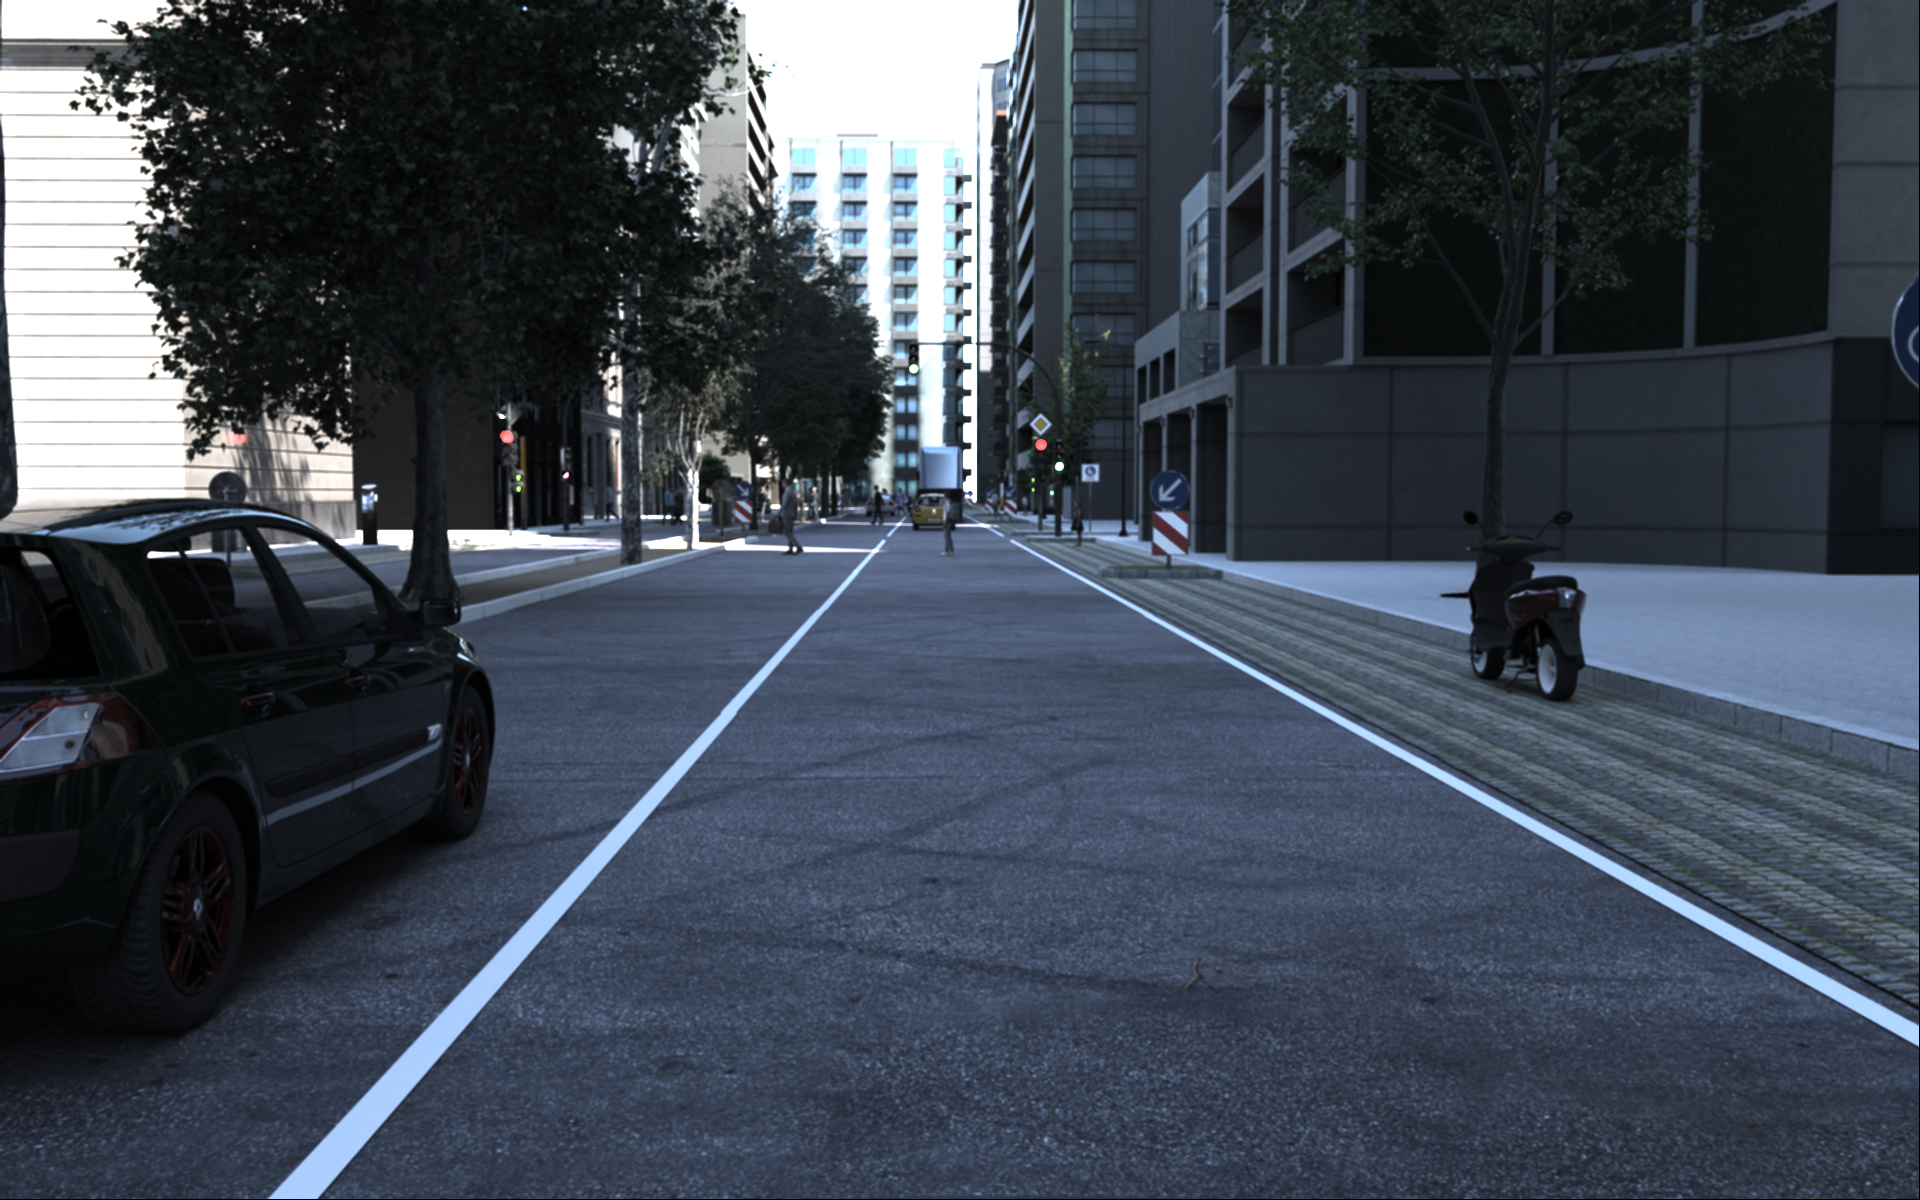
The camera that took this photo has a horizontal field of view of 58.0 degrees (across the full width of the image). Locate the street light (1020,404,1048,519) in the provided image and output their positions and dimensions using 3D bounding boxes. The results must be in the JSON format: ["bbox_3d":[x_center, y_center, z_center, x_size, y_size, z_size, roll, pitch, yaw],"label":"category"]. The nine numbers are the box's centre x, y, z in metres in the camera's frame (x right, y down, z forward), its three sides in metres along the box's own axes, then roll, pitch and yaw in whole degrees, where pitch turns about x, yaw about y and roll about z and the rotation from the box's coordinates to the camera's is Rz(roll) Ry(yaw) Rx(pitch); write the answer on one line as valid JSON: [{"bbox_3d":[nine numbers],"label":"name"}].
[{"bbox_3d":[3.803,-7.138,89.245,1.470,5.913,1.316,0,4,-1],"label":"street light"}]

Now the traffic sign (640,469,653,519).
[{"bbox_3d":[-15.831,-5.342,87.446,0.768,2.556,0.104,0,4,1],"label":"traffic sign"}]

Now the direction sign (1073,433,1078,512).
[{"bbox_3d":[4.311,-4.440,64.585,0.379,3.537,0.876,0,4,-5],"label":"direction sign"}]

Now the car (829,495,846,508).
[{"bbox_3d":[-12.326,-9.911,174.621,1.945,1.354,3.894,0,4,0],"label":"car"}]

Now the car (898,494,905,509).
[{"bbox_3d":[-6.402,-9.676,170.209,2.014,1.417,4.499,0,4,-2],"label":"car"}]

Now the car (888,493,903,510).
[{"bbox_3d":[-6.274,-9.185,159.769,1.945,1.707,3.694,0,4,1],"label":"car"}]

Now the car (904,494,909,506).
[{"bbox_3d":[-7.097,-12.224,209.452,1.945,1.707,3.694,0,4,1],"label":"car"}]

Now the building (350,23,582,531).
[{"bbox_3d":[-22.633,-14.550,67.578,12.332,23.373,15.834,0,4,-1],"label":"building"}]

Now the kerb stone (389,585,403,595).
[{"bbox_3d":[-7.755,-0.083,23.586,0.120,0.150,1.000,0,4,-1],"label":"kerb stone"}]

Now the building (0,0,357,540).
[{"bbox_3d":[-29.372,-15.040,43.166,25.104,27.353,12.463,0,4,-1],"label":"building"}]

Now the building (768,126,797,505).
[{"bbox_3d":[-34.051,-33.258,198.386,28.867,44.769,22.147,0,4,-1],"label":"building"}]

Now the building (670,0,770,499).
[{"bbox_3d":[-30.285,-33.358,169.098,21.300,48.544,21.600,0,4,-1],"label":"building"}]

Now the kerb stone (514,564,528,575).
[{"bbox_3d":[-7.891,-0.523,30.749,0.120,0.150,1.000,0,4,-1],"label":"kerb stone"}]

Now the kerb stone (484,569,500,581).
[{"bbox_3d":[-7.857,-0.397,28.702,0.120,0.150,1.000,0,4,-1],"label":"kerb stone"}]

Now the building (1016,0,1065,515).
[{"bbox_3d":[14.996,-30.110,115.996,21.300,48.544,21.600,0,4,-1],"label":"building"}]

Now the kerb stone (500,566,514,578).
[{"bbox_3d":[-7.875,-0.459,29.724,0.120,0.150,1.000,0,4,-1],"label":"kerb stone"}]

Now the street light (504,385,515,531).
[{"bbox_3d":[-15.072,-5.336,59.786,1.470,5.913,1.316,0,4,-1],"label":"street light"}]

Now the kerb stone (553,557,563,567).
[{"bbox_3d":[-7.961,-0.711,33.820,0.120,0.150,1.000,0,4,-1],"label":"kerb stone"}]

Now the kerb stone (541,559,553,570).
[{"bbox_3d":[-7.932,-0.646,32.799,0.120,0.150,1.000,0,4,-1],"label":"kerb stone"}]

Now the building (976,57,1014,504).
[{"bbox_3d":[16.439,-42.009,228.839,28.212,58.520,21.231,0,4,-1],"label":"building"}]

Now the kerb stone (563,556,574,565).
[{"bbox_3d":[-7.978,-0.774,34.847,0.120,0.150,1.000,0,4,-1],"label":"kerb stone"}]

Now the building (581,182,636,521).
[{"bbox_3d":[-23.187,-15.329,86.791,11.583,22.565,21.152,0,4,-1],"label":"building"}]

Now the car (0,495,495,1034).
[{"bbox_3d":[-2.880,0.232,5.990,2.009,1.686,4.222,0,4,0],"label":"car"}]

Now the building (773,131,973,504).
[{"bbox_3d":[-13.642,-37.412,231.288,30.456,49.044,23.786,0,4,-1],"label":"building"}]

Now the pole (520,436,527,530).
[{"bbox_3d":[-15.476,-4.132,61.408,0.158,3.312,0.155,0,3,0],"label":"pole"}]

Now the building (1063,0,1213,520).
[{"bbox_3d":[12.308,-24.879,90.368,14.154,41.232,14.086,0,4,-1],"label":"building"}]

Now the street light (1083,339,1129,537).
[{"bbox_3d":[4.398,-4.866,52.100,1.470,5.913,1.316,0,4,-1],"label":"street light"}]

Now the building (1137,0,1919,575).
[{"bbox_3d":[15.319,-36.530,35.519,20.563,71.187,20.611,0,4,-1],"label":"building"}]

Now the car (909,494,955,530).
[{"bbox_3d":[-1.047,-3.657,70.017,2.015,1.641,3.980,0,4,-1],"label":"car"}]

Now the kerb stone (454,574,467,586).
[{"bbox_3d":[-7.817,-0.272,26.659,0.120,0.150,1.000,0,4,-1],"label":"kerb stone"}]

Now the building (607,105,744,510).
[{"bbox_3d":[-35.117,-27.806,146.501,32.217,40.220,23.993,0,4,-1],"label":"building"}]

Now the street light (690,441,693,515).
[{"bbox_3d":[-15.961,-8.161,105.971,1.470,5.913,1.316,0,4,-1],"label":"street light"}]

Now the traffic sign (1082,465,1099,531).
[{"bbox_3d":[4.457,-3.495,59.271,0.606,2.300,0.079,0,4,1],"label":"traffic sign"}]

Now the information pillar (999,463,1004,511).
[{"bbox_3d":[3.161,-8.536,130.923,0.183,3.616,0.504,2,4,24],"label":"information pillar"}]

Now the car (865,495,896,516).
[{"bbox_3d":[-5.205,-6.204,113.789,2.083,1.381,4.827,0,4,-2],"label":"car"}]

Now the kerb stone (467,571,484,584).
[{"bbox_3d":[-7.832,-0.335,27.681,0.120,0.150,1.000,0,4,-1],"label":"kerb stone"}]

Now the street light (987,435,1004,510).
[{"bbox_3d":[2.781,-9.950,135.229,1.470,5.913,1.316,0,4,-1],"label":"street light"}]

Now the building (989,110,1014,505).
[{"bbox_3d":[14.607,-33.092,195.679,22.147,44.769,28.867,0,4,-1],"label":"building"}]

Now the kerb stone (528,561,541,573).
[{"bbox_3d":[-7.911,-0.581,31.773,0.120,0.150,1.000,0,4,-1],"label":"kerb stone"}]

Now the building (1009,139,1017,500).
[{"bbox_3d":[11.050,-22.779,144.134,14.160,30.474,14.107,0,4,-1],"label":"building"}]

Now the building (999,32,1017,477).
[{"bbox_3d":[15.968,-33.416,165.963,23.786,49.044,30.456,0,4,-1],"label":"building"}]

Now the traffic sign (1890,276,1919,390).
[{"bbox_3d":[5.476,-0.578,9.556,0.768,2.556,0.104,0,4,2],"label":"traffic sign"}]

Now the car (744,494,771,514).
[{"bbox_3d":[-14.806,-7.144,126.597,2.009,1.686,4.222,0,4,-1],"label":"car"}]

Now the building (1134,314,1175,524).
[{"bbox_3d":[22.955,-46.310,69.839,31.000,86.520,22.319,0,4,-1],"label":"building"}]

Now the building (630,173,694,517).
[{"bbox_3d":[-24.273,-16.366,109.383,13.314,21.916,24.055,0,4,-1],"label":"building"}]
